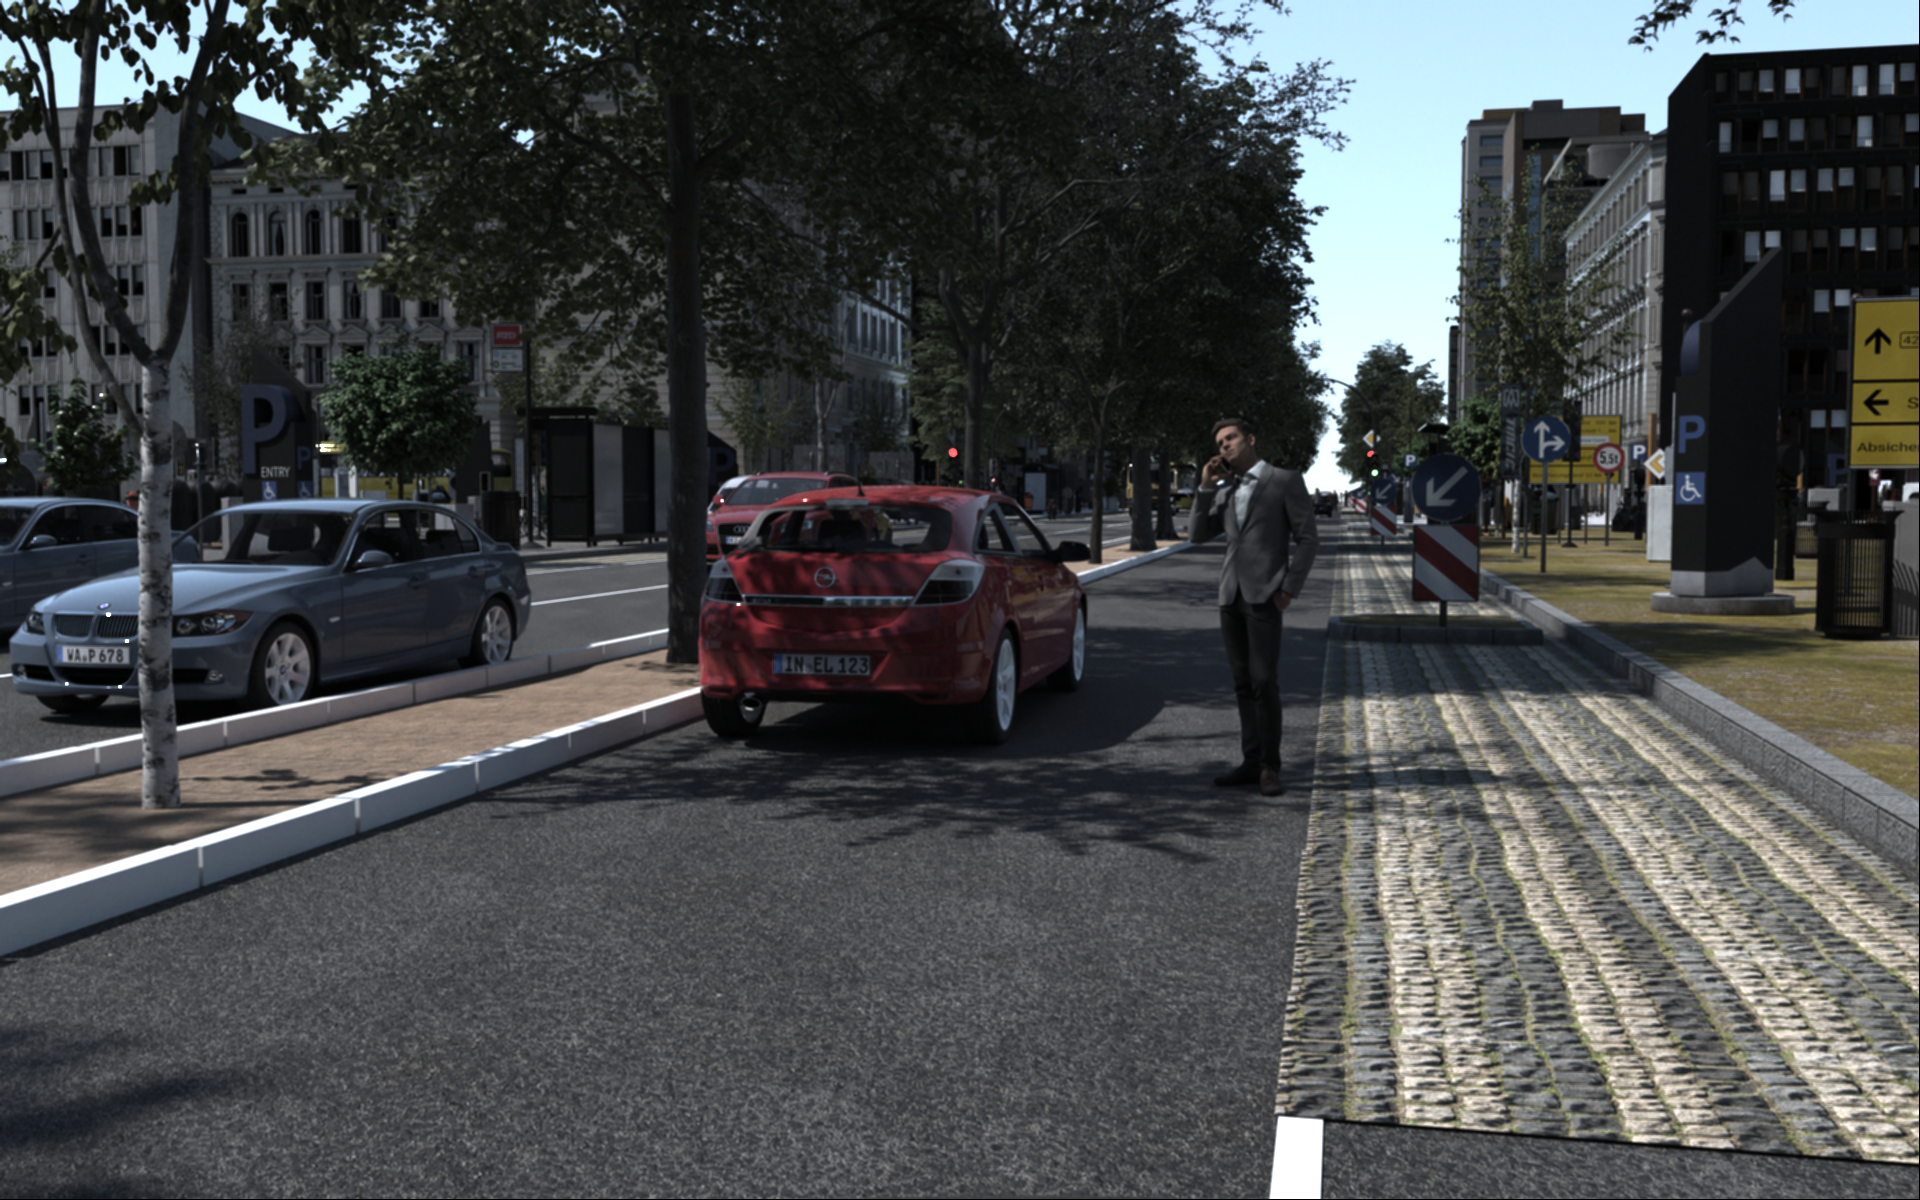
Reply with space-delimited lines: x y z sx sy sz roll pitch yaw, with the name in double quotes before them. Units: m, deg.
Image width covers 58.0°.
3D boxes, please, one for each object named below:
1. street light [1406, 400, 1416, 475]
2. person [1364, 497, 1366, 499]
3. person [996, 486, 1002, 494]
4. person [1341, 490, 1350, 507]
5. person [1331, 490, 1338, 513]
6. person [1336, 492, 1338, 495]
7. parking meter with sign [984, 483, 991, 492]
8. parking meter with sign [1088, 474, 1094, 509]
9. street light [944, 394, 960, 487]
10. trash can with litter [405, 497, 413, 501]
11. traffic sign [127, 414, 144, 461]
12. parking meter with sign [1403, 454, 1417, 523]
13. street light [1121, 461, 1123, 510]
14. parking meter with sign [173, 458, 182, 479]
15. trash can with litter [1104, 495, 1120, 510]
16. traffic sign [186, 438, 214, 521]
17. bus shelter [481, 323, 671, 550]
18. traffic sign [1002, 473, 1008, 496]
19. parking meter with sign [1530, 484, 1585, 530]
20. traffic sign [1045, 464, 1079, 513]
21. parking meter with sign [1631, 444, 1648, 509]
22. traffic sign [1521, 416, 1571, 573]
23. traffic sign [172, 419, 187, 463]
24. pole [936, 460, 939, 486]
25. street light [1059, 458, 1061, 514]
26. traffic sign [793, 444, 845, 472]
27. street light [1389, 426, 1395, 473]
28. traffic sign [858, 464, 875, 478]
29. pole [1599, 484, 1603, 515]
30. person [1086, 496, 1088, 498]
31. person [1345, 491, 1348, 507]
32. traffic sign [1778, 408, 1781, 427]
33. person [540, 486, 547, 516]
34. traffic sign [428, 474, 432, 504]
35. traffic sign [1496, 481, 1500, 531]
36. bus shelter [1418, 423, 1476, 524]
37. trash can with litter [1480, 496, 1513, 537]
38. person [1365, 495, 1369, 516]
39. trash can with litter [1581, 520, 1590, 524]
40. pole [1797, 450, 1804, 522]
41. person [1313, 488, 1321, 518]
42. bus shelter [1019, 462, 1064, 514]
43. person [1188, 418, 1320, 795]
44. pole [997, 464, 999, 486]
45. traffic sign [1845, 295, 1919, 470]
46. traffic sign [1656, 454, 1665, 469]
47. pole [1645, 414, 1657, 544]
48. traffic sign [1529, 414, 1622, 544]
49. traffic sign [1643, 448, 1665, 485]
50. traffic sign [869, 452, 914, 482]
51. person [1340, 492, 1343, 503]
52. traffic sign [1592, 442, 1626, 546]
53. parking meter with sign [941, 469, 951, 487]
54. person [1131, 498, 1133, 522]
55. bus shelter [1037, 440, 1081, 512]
"street light" 22.204 -6.894 85.508 0.468 5.910 1.993 1 4 12
"person" 33.226 -8.079 141.599 0.522 1.701 0.512 1 4 10
"person" 1.838 -4.481 81.865 0.391 1.810 0.635 0 4 -7
"person" 42.622 -11.204 191.310 1.348 1.869 0.705 -1 4 -19
"person" 29.117 -7.695 134.727 0.576 1.772 0.534 1 4 14
"person" 63.660 -17.345 293.013 0.541 1.710 0.530 2 4 30
"parking meter with sign" 1.961 -7.289 115.433 0.543 3.016 1.738 3 5 43
"parking meter with sign" 11.287 -9.348 149.094 0.543 3.016 1.738 0 4 -6
"street light" -0.338 -6.548 79.840 0.468 5.910 1.993 1 4 12
"trash can with litter" -20.642 -3.333 65.884 1.055 1.170 0.624 -2 4 -28
"traffic sign" -12.849 -1.666 27.338 0.768 2.556 0.104 1 4 19
"parking meter with sign" 19.839 -4.906 76.468 0.543 3.016 1.738 1 4 13
"street light" 13.327 -10.346 141.946 0.468 5.910 1.993 1 4 12
"parking meter with sign" -28.437 -4.019 61.964 1.738 3.016 0.543 3 5 43
"trash can with litter" 11.998 -7.886 139.989 2.233 1.210 1.678 -1 4 -11
"traffic sign" -13.820 -1.796 31.500 0.606 2.300 0.079 1 4 18
"bus shelter" -9.379 -4.009 43.175 2.179 5.291 8.768 1 4 12
"traffic sign" 2.877 -6.425 105.160 0.768 2.556 0.104 1 4 21
"parking meter with sign" 21.218 -4.000 61.654 1.738 3.016 0.543 1 4 19
"traffic sign" 6.799 -7.439 115.495 2.265 3.308 0.079 1 4 13
"parking meter with sign" 24.049 -3.978 61.305 0.543 3.016 1.738 2 4 24
"traffic sign" 9.528 -1.720 28.222 0.768 2.556 0.104 1 4 17
"traffic sign" -13.360 -1.778 29.173 0.768 2.556 0.104 1 4 14
"pole" -1.270 -6.411 98.663 0.158 3.312 0.155 0 3 0
"street light" 6.432 -8.448 110.907 0.468 5.910 1.993 1 4 12
"traffic sign" -5.771 -4.710 70.882 2.265 3.308 0.079 1 4 17
"street light" 29.088 -8.797 116.617 0.468 5.910 1.993 1 4 12
"traffic sign" -3.933 -4.457 72.981 0.768 2.556 0.104 1 4 18
"pole" 40.250 -7.022 108.658 0.158 3.312 0.155 0 3 0
"person" 17.534 -13.906 235.996 0.705 1.807 1.348 2 4 26
"person" 39.205 -10.172 175.727 0.530 1.710 0.541 3 5 40
"traffic sign" 9.103 -1.227 20.168 0.768 2.556 0.104 1 4 22
"person" -19.627 -4.448 81.478 0.529 1.795 0.600 1 4 15
"traffic sign" -12.080 -2.408 39.473 0.768 2.556 0.104 1 4 18
"traffic sign" 17.152 -3.369 55.190 0.768 2.556 0.104 1 4 17
"bus shelter" 16.966 -4.224 60.340 1.731 3.624 6.357 1 4 12
"trash can with litter" 16.233 -2.564 52.981 1.678 1.210 2.233 1 4 19
"person" 25.041 -5.954 106.022 0.466 1.800 0.511 1 4 23
"trash can with litter" 27.147 -3.991 76.318 2.233 1.210 1.678 -3 4 -38
"pole" 38.625 -5.247 79.637 0.158 3.312 0.155 0 3 0
"person" 21.097 -5.744 102.589 0.709 1.800 0.728 -1 4 -12
"bus shelter" 5.272 -7.217 111.924 2.014 3.302 5.546 1 4 13
"person" 1.423 0.014 8.451 0.473 1.802 0.592 -2 4 -28
"pole" 2.350 -6.898 106.631 0.158 3.312 0.155 0 3 0
"traffic sign" 10.285 -1.456 17.682 2.265 3.308 0.079 1 4 17
"traffic sign" 16.776 -2.419 40.730 0.795 2.450 0.064 1 4 19
"pole" 17.599 -3.073 44.091 0.158 3.312 0.155 0 3 0
"traffic sign" 15.775 -3.096 44.498 2.265 3.308 0.079 1 4 14
"traffic sign" 17.503 -2.580 43.375 0.795 2.450 0.064 1 4 18
"traffic sign" -3.296 -5.459 83.135 2.265 3.308 0.079 1 4 16
"person" 60.501 -16.250 274.863 0.551 1.740 0.621 1 4 12
"traffic sign" 15.983 -2.606 42.721 0.768 2.556 0.104 1 4 16
"parking meter with sign" -0.842 -6.766 106.892 0.543 3.016 1.738 -2 4 -26
"person" 8.033 -4.287 78.936 0.601 1.785 0.444 -3 5 -44
"bus shelter" 7.359 -9.344 130.413 2.179 5.291 8.768 1 4 13
